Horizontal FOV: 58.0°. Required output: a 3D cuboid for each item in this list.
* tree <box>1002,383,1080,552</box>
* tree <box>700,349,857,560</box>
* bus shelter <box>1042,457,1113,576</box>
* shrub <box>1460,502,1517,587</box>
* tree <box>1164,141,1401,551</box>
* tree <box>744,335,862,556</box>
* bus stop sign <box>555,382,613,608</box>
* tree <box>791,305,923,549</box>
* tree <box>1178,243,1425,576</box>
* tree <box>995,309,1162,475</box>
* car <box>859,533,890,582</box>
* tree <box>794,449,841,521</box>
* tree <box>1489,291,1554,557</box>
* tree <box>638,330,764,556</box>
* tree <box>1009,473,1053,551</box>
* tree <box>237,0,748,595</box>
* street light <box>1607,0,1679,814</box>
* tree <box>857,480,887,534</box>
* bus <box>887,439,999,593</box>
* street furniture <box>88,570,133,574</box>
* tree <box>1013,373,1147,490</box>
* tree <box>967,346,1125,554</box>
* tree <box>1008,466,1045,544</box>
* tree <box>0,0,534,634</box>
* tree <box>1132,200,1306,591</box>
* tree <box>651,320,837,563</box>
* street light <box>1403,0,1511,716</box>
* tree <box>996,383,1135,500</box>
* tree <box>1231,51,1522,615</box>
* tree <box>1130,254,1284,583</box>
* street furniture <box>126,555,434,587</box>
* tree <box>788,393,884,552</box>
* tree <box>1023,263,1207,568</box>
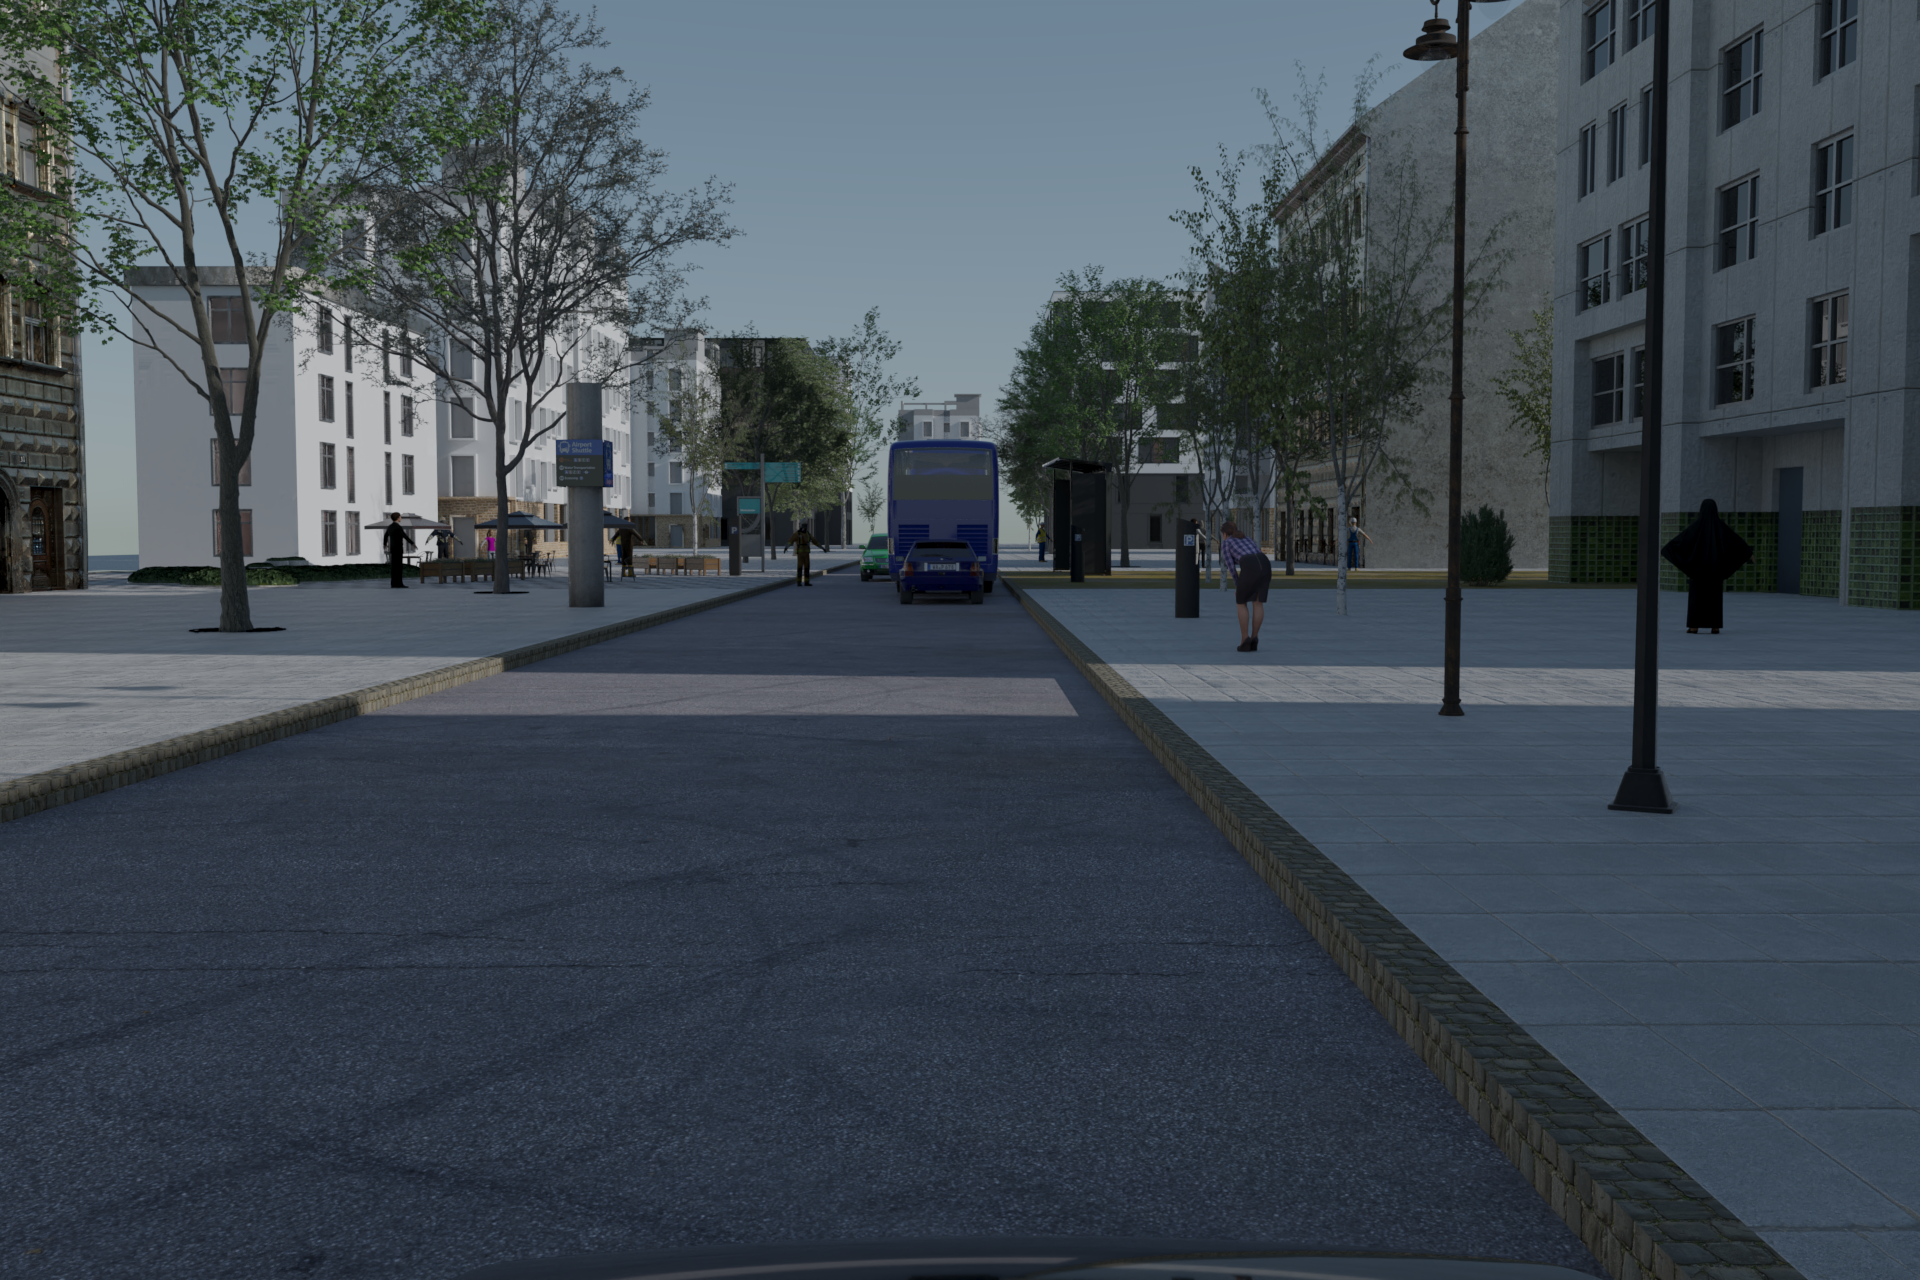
[{"bbox_3d":[6.503,-12.709,125.915,7.486,12.596,7.792,0,3,0],"label":"tree"},{"bbox_3d":[-9.284,-9.307,86.580,8.767,10.594,7.601,0,4,0],"label":"tree"},{"bbox_3d":[3.779,-3.963,56.082,1.731,3.624,6.357,0,4,-2],"label":"bus shelter"},{"bbox_3d":[12.839,-2.356,42.558,1.661,2.075,1.752,0,3,0],"label":"shrub"},{"bbox_3d":[5.860,-5.044,32.828,4.737,8.622,4.395,0,3,0],"label":"tree"},{"bbox_3d":[-9.229,-11.090,99.454,7.486,12.596,7.792,0,3,0],"label":"tree"},{"bbox_3d":[-6.577,-2.531,30.400,0.837,3.901,0.837,0,4,-1],"label":"bus stop sign"},{"bbox_3d":[-9.344,-17.665,144.717,12.611,20.169,13.585,0,3,0],"label":"tree"},{"bbox_3d":[10.416,-7.287,53.557,8.767,10.594,7.601,2,4,31],"label":"tree"},{"bbox_3d":[5.592,-9.292,77.685,9.928,11.665,9.643,0,3,0],"label":"tree"},{"bbox_3d":[-2.129,-2.745,53.680,1.959,1.807,4.718,0,3,0],"label":"car"},{"bbox_3d":[-9.731,-9.793,110.479,4.737,8.622,4.395,0,3,0],"label":"tree"},{"bbox_3d":[18.510,-6.294,53.266,4.737,8.622,4.395,0,3,0],"label":"tree"},{"bbox_3d":[-9.698,-6.810,61.706,4.360,8.622,3.978,0,3,0],"label":"tree"},{"bbox_3d":[5.656,-11.297,135.071,4.737,8.622,4.395,0,3,0],"label":"tree"},{"bbox_3d":[-9.736,-7.742,36.956,12.009,13.543,11.850,0,3,0],"label":"tree"},{"bbox_3d":[3.741,-2.164,7.927,1.470,5.913,1.316,0,4,0],"label":"street light"},{"bbox_3d":[-11.999,-17.399,234.832,4.737,8.622,4.395,0,3,0],"label":"tree"},{"bbox_3d":[-0.368,-3.274,45.077,2.896,3.916,12.251,0,3,0],"label":"bus"},{"bbox_3d":[-29.473,-2.441,46.770,9.812,1.723,11.010,2,4,32],"label":"street furniture"},{"bbox_3d":[5.889,-9.463,89.130,7.601,10.594,8.767,-3,5,-41],"label":"tree"},{"bbox_3d":[5.646,-12.178,109.480,12.009,13.543,11.850,0,3,0],"label":"tree"},{"bbox_3d":[10.473,-18.808,233.272,9.928,11.665,9.643,0,3,0],"label":"tree"},{"bbox_3d":[-9.514,-5.922,22.579,9.928,11.665,9.643,0,3,0],"label":"tree"},{"bbox_3d":[5.909,-5.386,38.425,4.360,8.622,3.978,0,3,0],"label":"tree"},{"bbox_3d":[-9.543,-8.675,76.250,8.767,10.594,7.601,0,4,-1],"label":"tree"},{"bbox_3d":[3.483,-2.404,12.097,0.468,5.910,1.993,0,4,0],"label":"street light"},{"bbox_3d":[5.653,-10.091,99.404,8.767,10.594,7.601,0,4,-4],"label":"tree"},{"bbox_3d":[5.942,-4.711,27.395,4.360,8.622,3.978,0,3,0],"label":"tree"},{"bbox_3d":[6.626,-5.832,45.716,4.360,8.622,3.978,0,3,0],"label":"tree"},{"bbox_3d":[-18.313,-1.908,46.824,5.734,0.657,10.072,1,4,11],"label":"street furniture"},{"bbox_3d":[-9.389,-12.083,123.307,9.928,11.665,9.643,0,3,0],"label":"tree"},{"bbox_3d":[6.297,-8.604,66.428,9.928,11.665,9.643,0,3,0],"label":"tree"}]
